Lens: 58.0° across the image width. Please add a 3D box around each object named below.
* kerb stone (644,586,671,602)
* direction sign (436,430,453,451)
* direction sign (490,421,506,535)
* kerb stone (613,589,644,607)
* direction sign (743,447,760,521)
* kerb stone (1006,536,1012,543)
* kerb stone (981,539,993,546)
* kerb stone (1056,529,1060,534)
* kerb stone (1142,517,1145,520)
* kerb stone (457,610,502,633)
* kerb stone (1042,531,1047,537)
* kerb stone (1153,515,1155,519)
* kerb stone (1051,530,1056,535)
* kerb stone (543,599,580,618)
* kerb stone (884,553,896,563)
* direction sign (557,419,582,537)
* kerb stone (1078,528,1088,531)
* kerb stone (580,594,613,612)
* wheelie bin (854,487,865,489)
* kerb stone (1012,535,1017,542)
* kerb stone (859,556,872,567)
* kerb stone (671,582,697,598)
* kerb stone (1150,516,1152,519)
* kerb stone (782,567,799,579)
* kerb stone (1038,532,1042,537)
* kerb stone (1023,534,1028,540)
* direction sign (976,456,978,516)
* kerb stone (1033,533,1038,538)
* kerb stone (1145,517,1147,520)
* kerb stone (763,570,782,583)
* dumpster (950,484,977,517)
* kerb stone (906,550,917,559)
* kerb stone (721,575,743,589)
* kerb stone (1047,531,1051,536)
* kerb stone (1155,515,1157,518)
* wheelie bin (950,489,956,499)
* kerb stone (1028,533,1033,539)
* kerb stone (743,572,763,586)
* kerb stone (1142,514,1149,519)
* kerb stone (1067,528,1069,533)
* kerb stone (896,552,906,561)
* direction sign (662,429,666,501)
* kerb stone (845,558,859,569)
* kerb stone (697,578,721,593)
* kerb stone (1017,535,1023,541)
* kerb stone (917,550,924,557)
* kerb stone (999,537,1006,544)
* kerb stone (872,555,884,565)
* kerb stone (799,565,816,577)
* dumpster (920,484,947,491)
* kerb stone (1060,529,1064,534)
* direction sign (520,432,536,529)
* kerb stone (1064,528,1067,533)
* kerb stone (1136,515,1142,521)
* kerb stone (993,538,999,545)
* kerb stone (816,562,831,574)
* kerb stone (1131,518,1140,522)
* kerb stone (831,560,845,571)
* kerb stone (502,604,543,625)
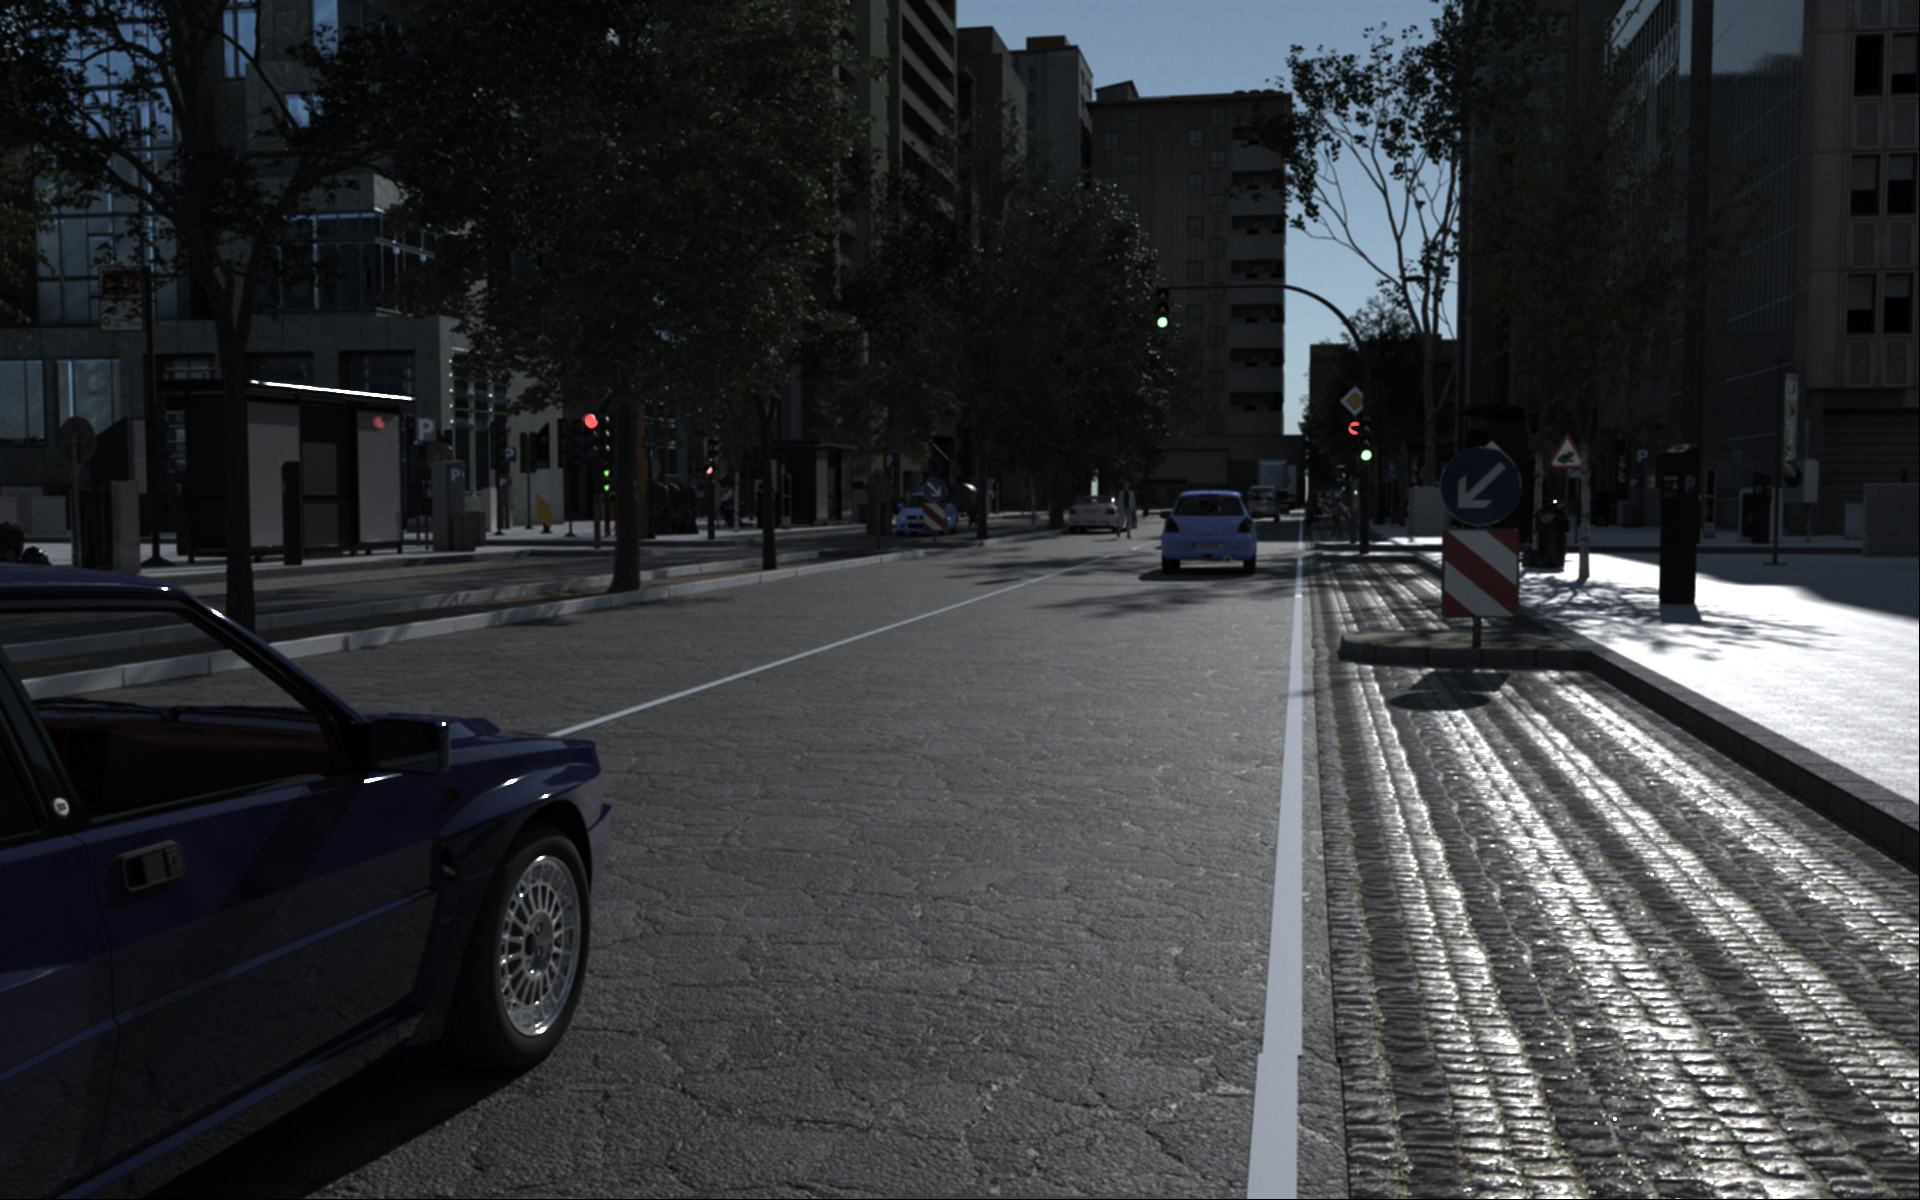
[{"bbox_3d":[-4.171,-0.074,23.403,0.120,0.150,1.000,1,4,11],"label":"kerb stone"},{"bbox_3d":[-18.303,-4.241,61.341,0.876,3.537,0.379,2,4,25],"label":"direction sign"},{"bbox_3d":[-14.373,-3.789,53.948,0.876,3.537,0.379,3,5,45],"label":"direction sign"},{"bbox_3d":[-4.366,-0.012,22.394,0.120,0.150,1.000,1,4,11],"label":"kerb stone"},{"bbox_3d":[-10.060,-5.603,83.604,0.876,3.537,0.379,-1,4,-22],"label":"direction sign"},{"bbox_3d":[1.308,-1.764,51.115,0.120,0.150,1.000,1,4,11],"label":"kerb stone"},{"bbox_3d":[0.709,-1.583,48.089,0.120,0.150,1.000,1,4,11],"label":"kerb stone"},{"bbox_3d":[3.300,-2.383,61.190,0.120,0.150,1.000,1,4,11],"label":"kerb stone"},{"bbox_3d":[9.864,-4.416,94.395,0.120,0.150,1.000,1,4,11],"label":"kerb stone"},{"bbox_3d":[-5.165,0.238,18.367,0.120,0.150,1.000,1,4,11],"label":"kerb stone"},{"bbox_3d":[2.706,-2.198,58.164,0.120,0.150,1.000,1,4,11],"label":"kerb stone"},{"bbox_3d":[11.060,-4.785,100.424,0.120,0.150,1.000,1,4,11],"label":"kerb stone"},{"bbox_3d":[3.111,-2.321,60.185,0.120,0.150,1.000,1,4,11],"label":"kerb stone"},{"bbox_3d":[-4.769,0.111,20.381,0.120,0.150,1.000,1,4,11],"label":"kerb stone"},{"bbox_3d":[-1.585,-0.873,36.463,0.120,0.150,1.000,1,4,11],"label":"kerb stone"},{"bbox_3d":[-11.782,-3.690,52.325,0.379,3.537,0.876,3,4,38],"label":"direction sign"},{"bbox_3d":[4.883,-2.875,69.241,0.120,0.150,1.000,1,4,11],"label":"kerb stone"},{"bbox_3d":[-4.569,0.051,21.392,0.120,0.150,1.000,1,4,11],"label":"kerb stone"},{"bbox_3d":[-4.658,-4.492,81.346,0.980,1.594,0.693,0,4,3],"label":"wheelie bin"},{"bbox_3d":[1.504,-1.829,52.118,0.120,0.150,1.000,1,4,11],"label":"kerb stone"},{"bbox_3d":[-1.988,-0.749,34.452,0.120,0.150,1.000,1,4,11],"label":"kerb stone"},{"bbox_3d":[-3.967,-0.135,24.404,0.120,0.150,1.000,1,4,11],"label":"kerb stone"},{"bbox_3d":[10.661,-4.656,98.417,0.120,0.150,1.000,1,4,11],"label":"kerb stone"},{"bbox_3d":[-2.984,-0.441,29.428,0.120,0.150,1.000,1,4,11],"label":"kerb stone"},{"bbox_3d":[2.500,-2.139,57.162,0.120,0.150,1.000,1,4,11],"label":"kerb stone"},{"bbox_3d":[1.902,-1.953,54.128,0.120,0.150,1.000,1,4,11],"label":"kerb stone"},{"bbox_3d":[1.001,-6.756,102.456,0.379,3.537,0.876,0,4,6],"label":"direction sign"},{"bbox_3d":[2.305,-2.074,56.142,0.120,0.150,1.000,1,4,11],"label":"kerb stone"},{"bbox_3d":[10.059,-4.478,95.408,0.120,0.150,1.000,1,4,11],"label":"kerb stone"},{"bbox_3d":[-3.169,-0.381,28.421,0.120,0.150,1.000,1,4,11],"label":"kerb stone"},{"bbox_3d":[0.196,-5.639,97.953,1.264,1.857,1.865,1,4,11],"label":"dumpster"},{"bbox_3d":[-1.186,-0.992,38.470,0.120,0.150,1.000,1,4,11],"label":"kerb stone"},{"bbox_3d":[-3.572,-0.258,26.417,0.120,0.150,1.000,1,4,11],"label":"kerb stone"},{"bbox_3d":[2.902,-2.262,59.184,0.120,0.150,1.000,1,4,11],"label":"kerb stone"},{"bbox_3d":[11.263,-4.844,101.429,0.120,0.150,1.000,1,4,11],"label":"kerb stone"},{"bbox_3d":[-0.483,-5.895,104.290,0.980,1.594,0.693,-2,4,-31],"label":"wheelie bin"},{"bbox_3d":[2.107,-2.015,55.139,0.120,0.150,1.000,1,4,11],"label":"kerb stone"},{"bbox_3d":[-3.373,-0.320,27.420,0.120,0.150,1.000,1,4,11],"label":"kerb stone"},{"bbox_3d":[10.263,-4.539,96.410,0.120,0.150,1.000,1,4,11],"label":"kerb stone"},{"bbox_3d":[3.907,-2.570,64.211,0.120,0.150,1.000,1,4,11],"label":"kerb stone"},{"bbox_3d":[-1.386,-0.933,37.466,0.120,0.150,1.000,1,4,11],"label":"kerb stone"},{"bbox_3d":[-10.347,-4.194,60.576,0.379,3.537,0.876,-1,4,-16],"label":"direction sign"},{"bbox_3d":[-2.179,-0.688,33.448,0.120,0.150,1.000,1,4,11],"label":"kerb stone"},{"bbox_3d":[-3.771,-0.196,25.411,0.120,0.150,1.000,1,4,11],"label":"kerb stone"},{"bbox_3d":[1.707,-1.892,53.124,0.120,0.150,1.000,1,4,11],"label":"kerb stone"},{"bbox_3d":[-0.981,-1.057,39.476,0.120,0.150,1.000,1,4,11],"label":"kerb stone"},{"bbox_3d":[1.104,-1.707,50.097,0.120,0.150,1.000,1,4,11],"label":"kerb stone"},{"bbox_3d":[-1.794,-0.811,35.463,0.120,0.150,1.000,1,4,11],"label":"kerb stone"},{"bbox_3d":[-2.779,-0.496,30.429,0.120,0.150,1.000,1,4,11],"label":"kerb stone"},{"bbox_3d":[-1.449,-5.127,89.577,1.264,1.857,1.865,1,4,11],"label":"dumpster"},{"bbox_3d":[3.500,-2.445,62.192,0.120,0.150,1.000,1,4,11],"label":"kerb stone"},{"bbox_3d":[-15.844,-4.381,63.620,0.876,3.537,0.379,3,4,37],"label":"direction sign"},{"bbox_3d":[3.703,-2.508,63.209,0.120,0.150,1.000,1,4,11],"label":"kerb stone"},{"bbox_3d":[9.476,-4.293,92.379,0.120,0.150,1.000,1,4,11],"label":"kerb stone"},{"bbox_3d":[0.903,-1.645,49.094,0.120,0.150,1.000,1,4,11],"label":"kerb stone"},{"bbox_3d":[-2.582,-0.559,31.434,0.120,0.150,1.000,1,4,11],"label":"kerb stone"},{"bbox_3d":[9.263,-4.231,91.379,0.120,0.150,1.000,1,4,11],"label":"kerb stone"},{"bbox_3d":[-2.382,-0.626,32.436,0.120,0.150,1.000,1,4,11],"label":"kerb stone"},{"bbox_3d":[-4.963,0.173,19.369,0.120,0.150,1.000,1,4,11],"label":"kerb stone"}]
